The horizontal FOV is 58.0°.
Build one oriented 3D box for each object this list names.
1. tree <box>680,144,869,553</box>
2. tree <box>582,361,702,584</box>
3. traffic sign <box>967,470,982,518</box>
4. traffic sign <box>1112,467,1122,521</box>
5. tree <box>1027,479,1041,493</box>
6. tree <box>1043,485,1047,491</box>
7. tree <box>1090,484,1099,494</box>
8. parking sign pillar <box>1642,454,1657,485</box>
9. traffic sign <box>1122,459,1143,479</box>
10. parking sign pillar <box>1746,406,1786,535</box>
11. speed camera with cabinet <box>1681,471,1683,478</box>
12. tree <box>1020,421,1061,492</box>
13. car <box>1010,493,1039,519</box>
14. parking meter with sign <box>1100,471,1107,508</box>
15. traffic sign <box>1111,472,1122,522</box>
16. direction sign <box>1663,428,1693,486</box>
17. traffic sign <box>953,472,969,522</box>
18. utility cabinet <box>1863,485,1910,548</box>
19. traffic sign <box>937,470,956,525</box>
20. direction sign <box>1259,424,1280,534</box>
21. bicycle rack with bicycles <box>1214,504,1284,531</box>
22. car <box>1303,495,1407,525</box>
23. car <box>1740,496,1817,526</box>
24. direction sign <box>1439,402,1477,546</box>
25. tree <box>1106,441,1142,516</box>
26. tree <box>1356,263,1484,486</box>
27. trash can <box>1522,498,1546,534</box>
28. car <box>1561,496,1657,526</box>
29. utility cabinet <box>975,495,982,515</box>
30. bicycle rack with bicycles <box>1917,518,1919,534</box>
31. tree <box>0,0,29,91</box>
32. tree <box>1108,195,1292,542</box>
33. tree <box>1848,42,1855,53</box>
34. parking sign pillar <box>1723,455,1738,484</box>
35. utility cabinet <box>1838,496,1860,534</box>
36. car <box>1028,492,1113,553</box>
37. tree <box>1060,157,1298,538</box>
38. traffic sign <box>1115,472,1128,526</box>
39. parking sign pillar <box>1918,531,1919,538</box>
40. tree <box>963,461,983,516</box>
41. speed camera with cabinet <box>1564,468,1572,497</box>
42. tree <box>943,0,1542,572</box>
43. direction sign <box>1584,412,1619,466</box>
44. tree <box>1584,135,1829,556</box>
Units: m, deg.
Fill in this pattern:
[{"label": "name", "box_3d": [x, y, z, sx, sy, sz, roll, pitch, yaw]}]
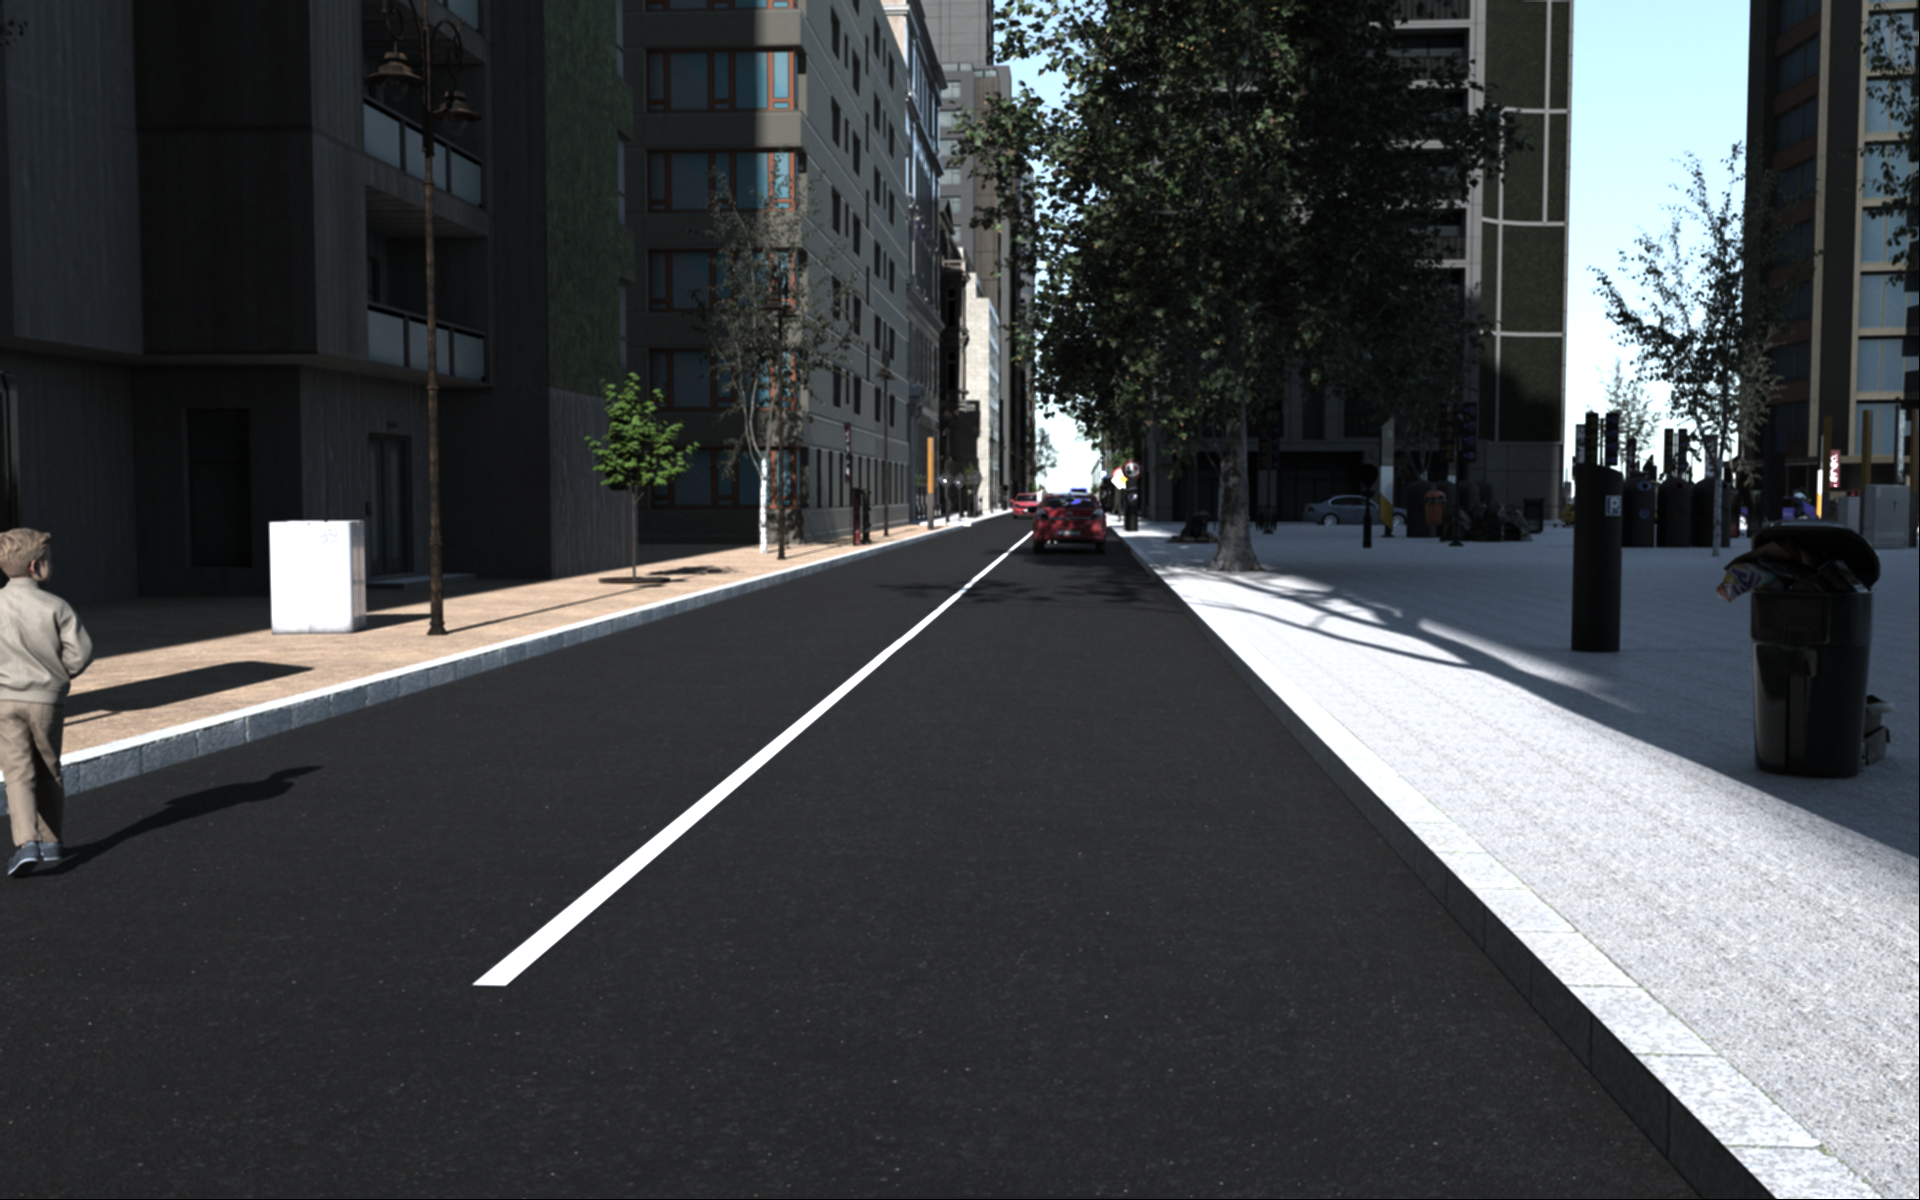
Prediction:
[{"label": "tree", "box_3d": [-4.176, -5.331, 37.518, 4.360, 8.622, 3.978, 0, 3, 0]}, {"label": "tree", "box_3d": [-4.812, -1.861, 25.026, 1.663, 3.219, 1.824, 0, 3, 0]}, {"label": "traffic sign", "box_3d": [0.753, -5.584, 91.411, 0.768, 2.556, 0.104, 1, 4, 9]}, {"label": "traffic sign", "box_3d": [7.546, -4.985, 81.617, 0.768, 2.556, 0.104, 1, 4, 13]}, {"label": "tree", "box_3d": [8.846, -13.572, 216.496, 1.663, 3.219, 1.824, 0, 3, 0]}, {"label": "tree", "box_3d": [13.273, -17.780, 285.295, 1.663, 3.219, 1.824, 0, 3, 0]}, {"label": "tree", "box_3d": [21.169, -17.002, 272.591, 1.663, 3.219, 1.824, 0, 3, 0]}, {"label": "parking sign pillar", "box_3d": [46.773, -7.893, 117.518, 1.447, 3.967, 1.447, 0, 4, -4]}, {"label": "traffic sign", "box_3d": [6.307, -3.880, 63.536, 0.768, 2.556, 0.104, 0, 4, 4]}, {"label": "parking sign pillar", "box_3d": [25.189, -3.986, 53.638, 1.447, 3.967, 1.447, 1, 4, 17]}, {"label": "speed camera with cabinet", "box_3d": [49.898, -7.673, 119.787, 0.660, 3.252, 2.038, 3, 4, 38]}, {"label": "tree", "box_3d": [9.080, -17.560, 221.513, 8.767, 10.594, 7.601, 1, 4, 17]}, {"label": "car", "box_3d": [4.008, -5.672, 101.785, 2.155, 1.783, 4.494, 0, 4, 2]}, {"label": "parking meter with sign", "box_3d": [10.932, -8.277, 131.594, 0.543, 3.016, 1.738, 0, 4, 7]}, {"label": "traffic sign", "box_3d": [7.218, -4.566, 78.299, 0.795, 2.450, 0.064, 0, 4, 4]}, {"label": "direction sign", "box_3d": [24.669, -4.146, 59.779, 0.876, 3.537, 0.379, -1, 4, -12]}, {"label": "traffic sign", "box_3d": [-0.008, -4.597, 78.810, 0.795, 2.450, 0.064, 0, 4, 4]}, {"label": "utility cabinet", "box_3d": [21.713, -1.950, 40.564, 1.173, 1.500, 0.318, -2, 4, -25]}, {"label": "traffic sign", "box_3d": [-0.552, -4.110, 70.844, 0.795, 2.450, 0.064, 0, 4, 4]}, {"label": "direction sign", "box_3d": [9.987, -3.915, 56.013, 0.379, 3.537, 0.876, -3, 4, -37]}, {"label": "bicycle rack with bicycles", "box_3d": [10.311, -2.950, 61.611, 2.852, 0.926, 2.925, 2, 4, 23]}, {"label": "car", "box_3d": [16.629, -3.694, 72.391, 4.499, 1.417, 2.014, 0, 4, 3]}, {"label": "car", "box_3d": [33.314, -3.629, 71.907, 3.894, 1.354, 1.945, 0, 4, 5]}, {"label": "direction sign", "box_3d": [12.271, -3.103, 42.729, 0.876, 3.537, 0.379, 0, 4, 5]}, {"label": "tree", "box_3d": [10.185, -7.278, 102.701, 4.285, 4.588, 4.351, 0, 3, 0]}, {"label": "tree", "box_3d": [14.964, -6.457, 55.936, 4.360, 8.622, 3.978, 0, 3, 0]}, {"label": "trash can", "box_3d": [18.710, -2.743, 56.497, 0.748, 1.137, 0.748, 0, 3, 0]}, {"label": "car", "box_3d": [27.039, -3.766, 71.800, 3.980, 1.641, 2.015, 0, 4, 4]}, {"label": "utility cabinet", "box_3d": [1.017, -5.824, 106.390, 0.306, 1.237, 1.020, -2, 4, -26]}, {"label": "bicycle rack with bicycles", "box_3d": [30.115, -2.586, 55.669, 2.925, 0.926, 2.852, 1, 4, 15]}, {"label": "tree", "box_3d": [-10.368, -3.920, 14.460, 4.360, 8.622, 3.978, 0, 3, 0]}, {"label": "tree", "box_3d": [5.799, -5.364, 38.059, 4.737, 8.622, 4.395, 0, 3, 0]}, {"label": "tree", "box_3d": [11.828, -4.171, 18.559, 4.360, 8.622, 3.978, 0, 3, 0]}, {"label": "parking sign pillar", "box_3d": [48.038, -7.270, 107.338, 1.447, 3.967, 1.447, -3, 5, -40]}, {"label": "utility cabinet", "box_3d": [24.301, -2.198, 47.097, 1.020, 1.237, 0.306, -2, 4, -29]}, {"label": "car", "box_3d": [2.753, -2.099, 43.353, 2.155, 1.783, 4.494, 0, 4, 4]}, {"label": "tree", "box_3d": [6.952, -7.637, 50.614, 9.928, 11.665, 9.643, 0, 3, 0]}, {"label": "traffic sign", "box_3d": [6.674, -4.079, 70.332, 0.795, 2.450, 0.064, 0, 4, 4]}, {"label": "parking sign pillar", "box_3d": [28.962, -3.809, 50.741, 1.447, 3.967, 1.447, -1, 4, -16]}, {"label": "tree", "box_3d": [0.521, -6.532, 101.394, 1.663, 3.219, 1.824, 0, 3, 0]}, {"label": "speed camera with cabinet", "box_3d": [45.317, -8.191, 128.259, 0.660, 3.252, 2.038, 0, 4, 1]}, {"label": "tree", "box_3d": [4.570, -6.833, 28.724, 9.611, 12.733, 9.660, 0, 3, 0]}, {"label": "direction sign", "box_3d": [17.842, -3.439, 48.227, 0.876, 3.537, 0.379, 1, 4, 13]}, {"label": "tree", "box_3d": [15.417, -5.213, 35.600, 4.360, 8.622, 3.978, 0, 3, 0]}]
